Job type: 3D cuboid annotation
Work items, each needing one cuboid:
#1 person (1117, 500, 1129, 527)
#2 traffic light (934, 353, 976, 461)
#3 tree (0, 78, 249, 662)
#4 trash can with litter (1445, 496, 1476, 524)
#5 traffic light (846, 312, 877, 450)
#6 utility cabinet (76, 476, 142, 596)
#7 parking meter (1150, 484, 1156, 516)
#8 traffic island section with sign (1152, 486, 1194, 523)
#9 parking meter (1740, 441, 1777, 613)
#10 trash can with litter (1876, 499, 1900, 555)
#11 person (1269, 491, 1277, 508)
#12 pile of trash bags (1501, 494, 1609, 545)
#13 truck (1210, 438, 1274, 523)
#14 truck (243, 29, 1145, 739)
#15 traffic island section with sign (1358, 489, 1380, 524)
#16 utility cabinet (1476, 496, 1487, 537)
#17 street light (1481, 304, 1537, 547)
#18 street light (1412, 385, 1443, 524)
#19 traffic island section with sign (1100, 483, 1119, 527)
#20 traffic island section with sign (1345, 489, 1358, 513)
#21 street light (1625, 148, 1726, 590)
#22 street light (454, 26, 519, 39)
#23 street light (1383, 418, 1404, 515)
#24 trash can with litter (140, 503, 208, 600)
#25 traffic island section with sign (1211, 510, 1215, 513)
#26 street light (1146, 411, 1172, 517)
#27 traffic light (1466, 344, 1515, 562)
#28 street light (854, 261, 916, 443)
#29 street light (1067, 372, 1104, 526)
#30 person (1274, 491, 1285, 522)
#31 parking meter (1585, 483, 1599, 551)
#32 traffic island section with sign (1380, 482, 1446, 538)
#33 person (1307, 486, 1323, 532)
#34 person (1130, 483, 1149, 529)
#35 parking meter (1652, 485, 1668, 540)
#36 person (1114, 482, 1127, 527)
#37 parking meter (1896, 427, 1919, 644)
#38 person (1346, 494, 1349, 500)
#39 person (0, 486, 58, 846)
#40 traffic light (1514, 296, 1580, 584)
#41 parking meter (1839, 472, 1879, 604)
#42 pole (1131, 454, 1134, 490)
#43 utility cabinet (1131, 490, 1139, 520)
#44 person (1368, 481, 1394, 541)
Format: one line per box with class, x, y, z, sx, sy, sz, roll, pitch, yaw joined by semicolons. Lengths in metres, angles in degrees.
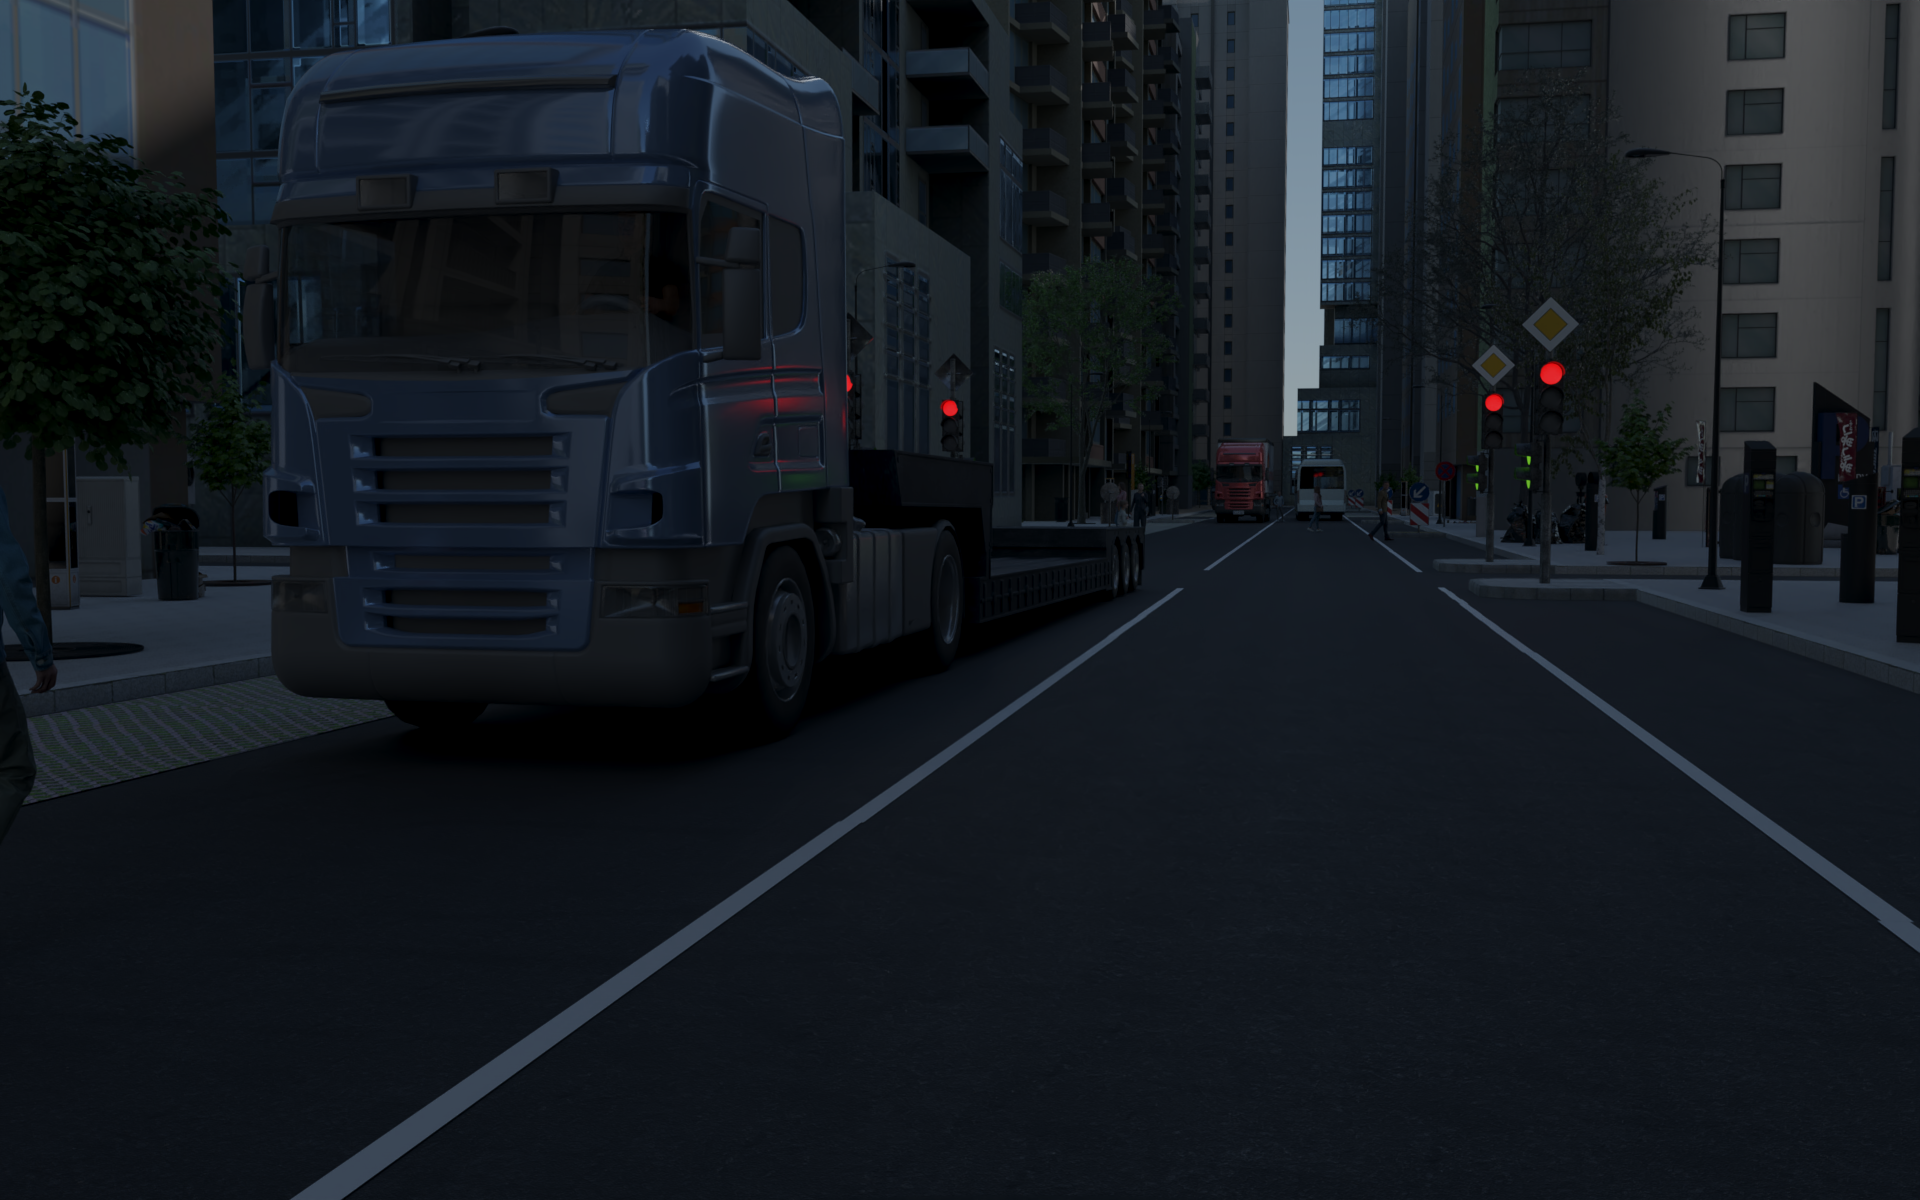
person;3.808;-1.681;40.268;0.394;1.301;0.425;-2;4;-24
traffic light;-0.123;-2.796;34.641;0.839;4.253;0.868;1;4;12
tree;-7.286;-1.843;13.846;4.285;4.588;4.351;0;3;0
trash can with litter;22.102;-3.970;75.963;2.233;1.210;1.678;1;4;20
traffic light;-1.722;-2.318;26.817;0.839;4.253;0.868;1;4;12
utility cabinet;-10.884;-0.796;21.687;1.173;1.500;0.318;1;4;11
parking meter;11.175;-5.811;100.718;0.399;1.863;0.255;-3;5;-43
traffic island section with sign;10.563;-4.707;85.589;1.989;1.847;2.006;1;4;12
parking meter;8.661;-0.800;18.794;0.255;1.863;0.399;1;4;11
trash can with litter;19.338;-1.542;36.604;1.055;1.170;0.624;0;4;7
person;31.345;-10.004;172.854;0.721;1.735;1.217;-3;4;-36
pile of trash bags;15.554;-2.138;44.707;1.912;1.369;3.447;-1;4;-16
truck;14.687;-6.141;89.323;2.839;4.237;11.283;1;4;12
truck;-0.547;-1.675;17.144;2.967;4.110;18.799;1;4;13
traffic island section with sign;20.587;-4.631;84.350;1.989;1.847;2.006;1;4;12
utility cabinet;15.665;-2.502;52.066;0.306;1.237;1.020;1;4;18
street light;13.438;-4.273;42.406;1.470;5.913;1.316;1;4;12
street light;19.968;-6.202;73.942;1.470;5.913;1.316;1;4;12
traffic island section with sign;5.102;-3.070;58.823;1.989;1.847;2.006;1;4;12
traffic island section with sign;30.411;-7.573;132.451;1.989;1.847;2.006;1;4;12
street light;9.626;-3.106;23.324;1.470;5.913;1.316;1;4;12
street light;-5.059;-2.748;17.465;1.470;5.913;1.316;1;4;12
street light;26.457;-8.142;105.667;1.470;5.913;1.316;1;4;12
trash can with litter;-9.578;-0.598;21.166;0.624;1.170;1.055;-1;4;-15
traffic island section with sign;20.548;-7.694;134.423;1.989;1.847;2.006;1;4;12
street light;11.214;-7.647;97.569;1.470;5.913;1.316;1;4;12
traffic light;9.983;-2.672;32.600;0.839;4.253;0.868;1;4;12
street light;-1.564;-3.809;34.824;1.470;5.913;1.316;1;4;12
street light;4.780;-5.724;66.121;1.470;5.913;1.316;1;4;12
person;16.534;-4.855;89.693;0.589;1.601;0.330;0;4;2
parking meter;14.339;-1.881;39.164;0.372;1.533;0.369;0;3;0
traffic island section with sign;15.195;-3.013;57.883;1.989;1.847;2.006;1;4;12
person;13.575;-3.489;66.130;0.643;1.750;0.593;0;4;3
person;5.701;-2.818;54.988;0.576;1.772;0.534;0;4;-3
parking meter;19.808;-2.484;49.020;0.372;1.533;0.369;0;3;0
person;5.292;-2.976;57.165;0.388;1.821;0.555;-2;4;-24
parking meter;8.288;-0.564;14.939;0.255;1.863;0.399;3;5;44
person;33.409;-8.707;150.861;1.348;1.823;0.705;-2;4;-34
person;-3.099;0.219;5.258;0.601;1.785;0.444;1;4;13
traffic light;8.385;-2.193;24.776;0.839;4.253;0.868;1;4;12
parking meter;10.597;-0.735;20.424;0.372;1.533;0.369;0;3;0
pole;8.736;-5.732;87.566;0.158;3.312;0.155;0;3;0
utility cabinet;8.769;-4.753;86.389;0.318;1.500;1.173;1;4;17
person;12.992;-2.746;53.303;0.836;1.842;0.656;0;4;-2
